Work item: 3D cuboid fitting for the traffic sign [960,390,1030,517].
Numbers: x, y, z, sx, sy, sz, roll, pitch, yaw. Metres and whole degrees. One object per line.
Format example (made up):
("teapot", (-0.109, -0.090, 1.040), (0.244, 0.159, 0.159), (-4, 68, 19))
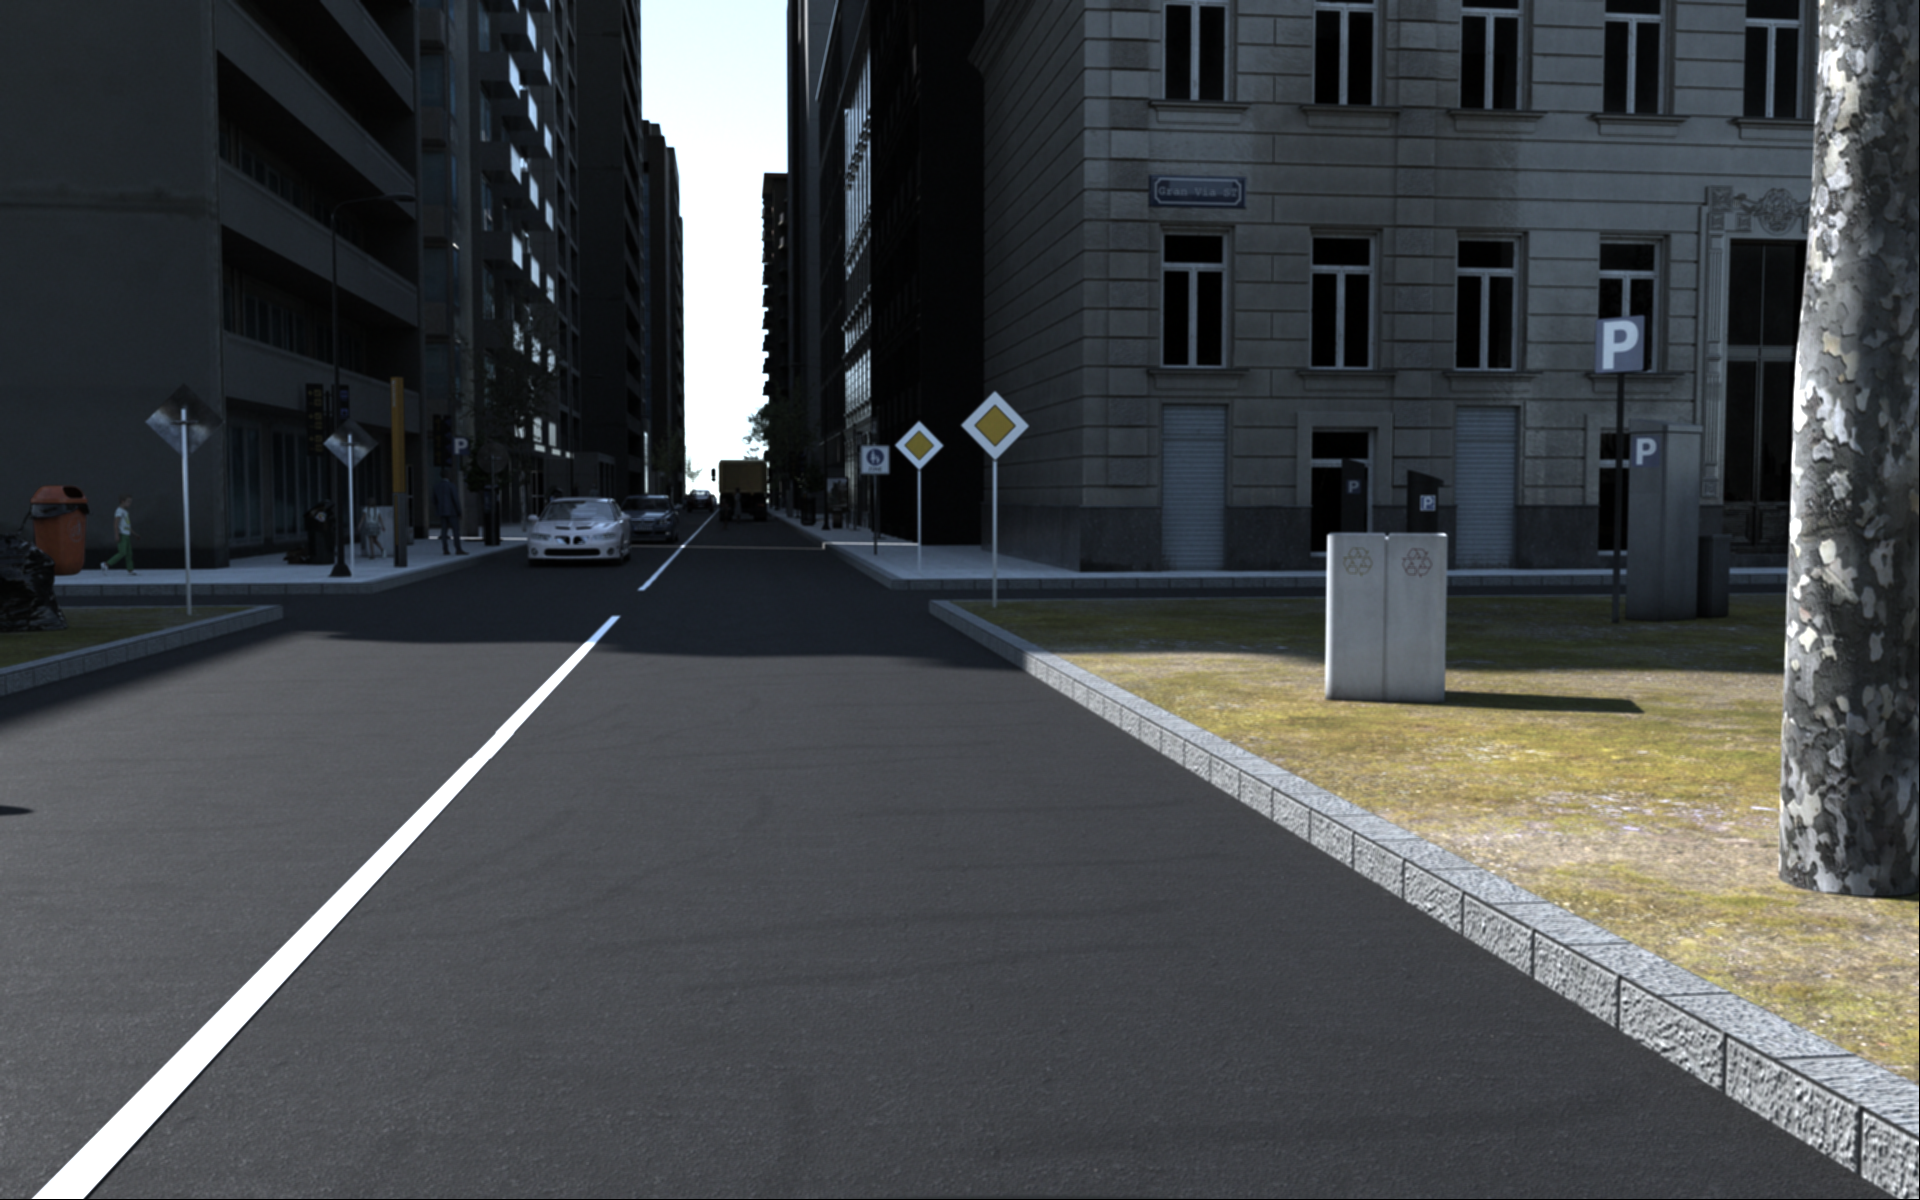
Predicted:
("traffic sign", (0.413, -1.056, 19.459), (0.795, 2.593, 0.064), (0, 4, -7))

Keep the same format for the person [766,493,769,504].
("person", (-24.222, -12.868, 216.957), (0.617, 1.759, 0.750), (1, 4, 12))

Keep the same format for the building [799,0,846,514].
("building", (-1.045, -35.643, 124.768), (21.231, 58.520, 28.212), (0, 4, -7))

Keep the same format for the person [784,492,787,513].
("person", (-12.113, -6.788, 120.253), (0.599, 1.433, 0.991), (0, 4, -1))

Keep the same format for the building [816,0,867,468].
("building", (0.221, -18.170, 90.588), (14.314, 27.812, 24.014), (0, 4, -7))

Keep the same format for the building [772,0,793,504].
("building", (-12.182, -47.029, 207.172), (20.563, 71.187, 20.611), (0, 4, -7))

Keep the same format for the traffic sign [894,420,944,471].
("traffic sign", (-0.623, -1.540, 27.376), (0.795, 2.593, 0.064), (0, 4, -7))

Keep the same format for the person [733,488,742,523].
("person", (-11.098, -4.702, 85.943), (0.524, 1.755, 0.480), (1, 4, 18))

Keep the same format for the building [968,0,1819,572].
("building", (13.251, -14.524, 34.735), (25.104, 27.353, 12.463), (0, 4, -7))

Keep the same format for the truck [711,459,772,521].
("truck", (-11.974, -6.079, 95.314), (3.469, 3.379, 9.791), (0, 4, -8))

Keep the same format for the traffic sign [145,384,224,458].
("traffic sign", (-8.210, -0.989, 18.355), (0.795, 2.593, 0.064), (0, 4, -7))

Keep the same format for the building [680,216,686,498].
("building", (-46.569, -34.465, 247.092), (14.154, 41.232, 14.086), (0, 4, -7))

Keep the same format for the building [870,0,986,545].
("building", (4.104, -13.549, 51.203), (12.332, 23.373, 15.834), (0, 4, -7))

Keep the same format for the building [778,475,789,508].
("building", (-1.256, -29.021, 166.373), (32.217, 40.220, 23.993), (0, 4, -7))

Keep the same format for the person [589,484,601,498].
("person", (-18.155, -4.880, 86.321), (0.515, 1.767, 0.782), (3, 4, 37))

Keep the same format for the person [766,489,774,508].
("person", (-17.342, -9.255, 158.049), (0.721, 1.739, 1.217), (2, 4, 31))

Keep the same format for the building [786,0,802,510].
("building", (-7.383, -30.342, 146.196), (14.600, 45.320, 14.200), (0, 4, -7))

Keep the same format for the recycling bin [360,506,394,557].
("recycling bin", (-11.892, -1.408, 35.578), (0.722, 1.027, 0.722), (-2, 4, -27))

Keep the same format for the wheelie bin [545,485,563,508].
("wheelie bin", (-14.783, -3.370, 63.013), (0.693, 1.594, 0.980), (-2, 4, -29))

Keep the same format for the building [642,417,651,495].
("building", (-39.175, -51.501, 154.716), (22.319, 86.520, 31.000), (0, 4, -7))

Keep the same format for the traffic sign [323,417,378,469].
("traffic sign", (-9.247, -1.473, 26.272), (0.795, 2.593, 0.064), (0, 4, -7))

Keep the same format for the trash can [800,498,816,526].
("trash can", (-6.206, -3.618, 70.801), (0.748, 1.137, 0.748), (0, 3, 0))

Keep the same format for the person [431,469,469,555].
("person", (-10.783, -1.854, 36.540), (0.721, 1.800, 0.419), (1, 4, 9))

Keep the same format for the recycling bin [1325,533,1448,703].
("recycling bin", (2.705, 0.095, 11.002), (0.722, 1.027, 0.722), (1, 4, 14))

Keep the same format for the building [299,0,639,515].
("building", (-35.393, -30.956, 129.828), (21.300, 48.544, 21.600), (0, 4, -7))

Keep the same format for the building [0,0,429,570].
("building", (-24.651, -25.286, 37.135), (21.300, 48.544, 21.600), (0, 4, -7))

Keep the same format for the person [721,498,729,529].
("person", (-9.705, -3.557, 71.331), (0.373, 1.253, 0.362), (-3, 5, -39))

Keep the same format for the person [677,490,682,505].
("person", (-32.785, -11.980, 202.733), (0.721, 1.723, 1.217), (1, 4, 18))

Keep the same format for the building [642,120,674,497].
("building", (-42.433, -34.287, 210.695), (14.600, 45.320, 14.200), (0, 4, -7))

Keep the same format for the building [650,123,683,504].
("building", (-47.925, -37.005, 228.731), (21.300, 48.544, 21.600), (0, 4, -7))

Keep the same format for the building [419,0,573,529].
("building", (-29.735, -27.795, 74.064), (23.786, 49.044, 30.456), (0, 4, -7))

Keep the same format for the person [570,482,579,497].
("person", (-17.067, -4.240, 75.578), (0.699, 1.804, 1.509), (3, 5, 41))

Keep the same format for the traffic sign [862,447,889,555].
("traffic sign", (-1.788, -2.107, 36.574), (0.606, 2.300, 0.079), (0, 4, -3))

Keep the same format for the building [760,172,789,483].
("building", (-15.485, -35.367, 232.879), (22.147, 44.769, 28.867), (0, 4, -7))

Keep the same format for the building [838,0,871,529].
("building", (0.610, -13.457, 69.172), (9.793, 20.994, 18.267), (0, 4, -7))

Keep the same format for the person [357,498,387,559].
("person", (-11.551, -1.403, 33.997), (0.505, 1.210, 0.382), (-3, 5, -40))

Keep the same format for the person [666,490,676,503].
("person", (-31.808, -11.217, 190.166), (1.217, 1.735, 0.721), (-1, 4, -18))

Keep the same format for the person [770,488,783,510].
("person", (-14.896, -8.260, 141.171), (1.350, 1.814, 0.705), (-3, 5, -42))

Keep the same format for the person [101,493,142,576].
("person", (-13.169, -1.032, 27.166), (0.590, 1.304, 0.306), (-2, 4, -31))

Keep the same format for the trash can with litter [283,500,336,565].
("trash can with litter", (-11.862, -1.233, 31.554), (1.055, 1.170, 0.624), (1, 4, 18))

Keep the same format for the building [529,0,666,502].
("building", (-43.525, -46.116, 192.243), (20.563, 71.187, 20.611), (0, 4, -7))

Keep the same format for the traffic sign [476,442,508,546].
("traffic sign", (-11.461, -2.592, 42.486), (0.768, 2.556, 0.104), (0, 4, -7))
